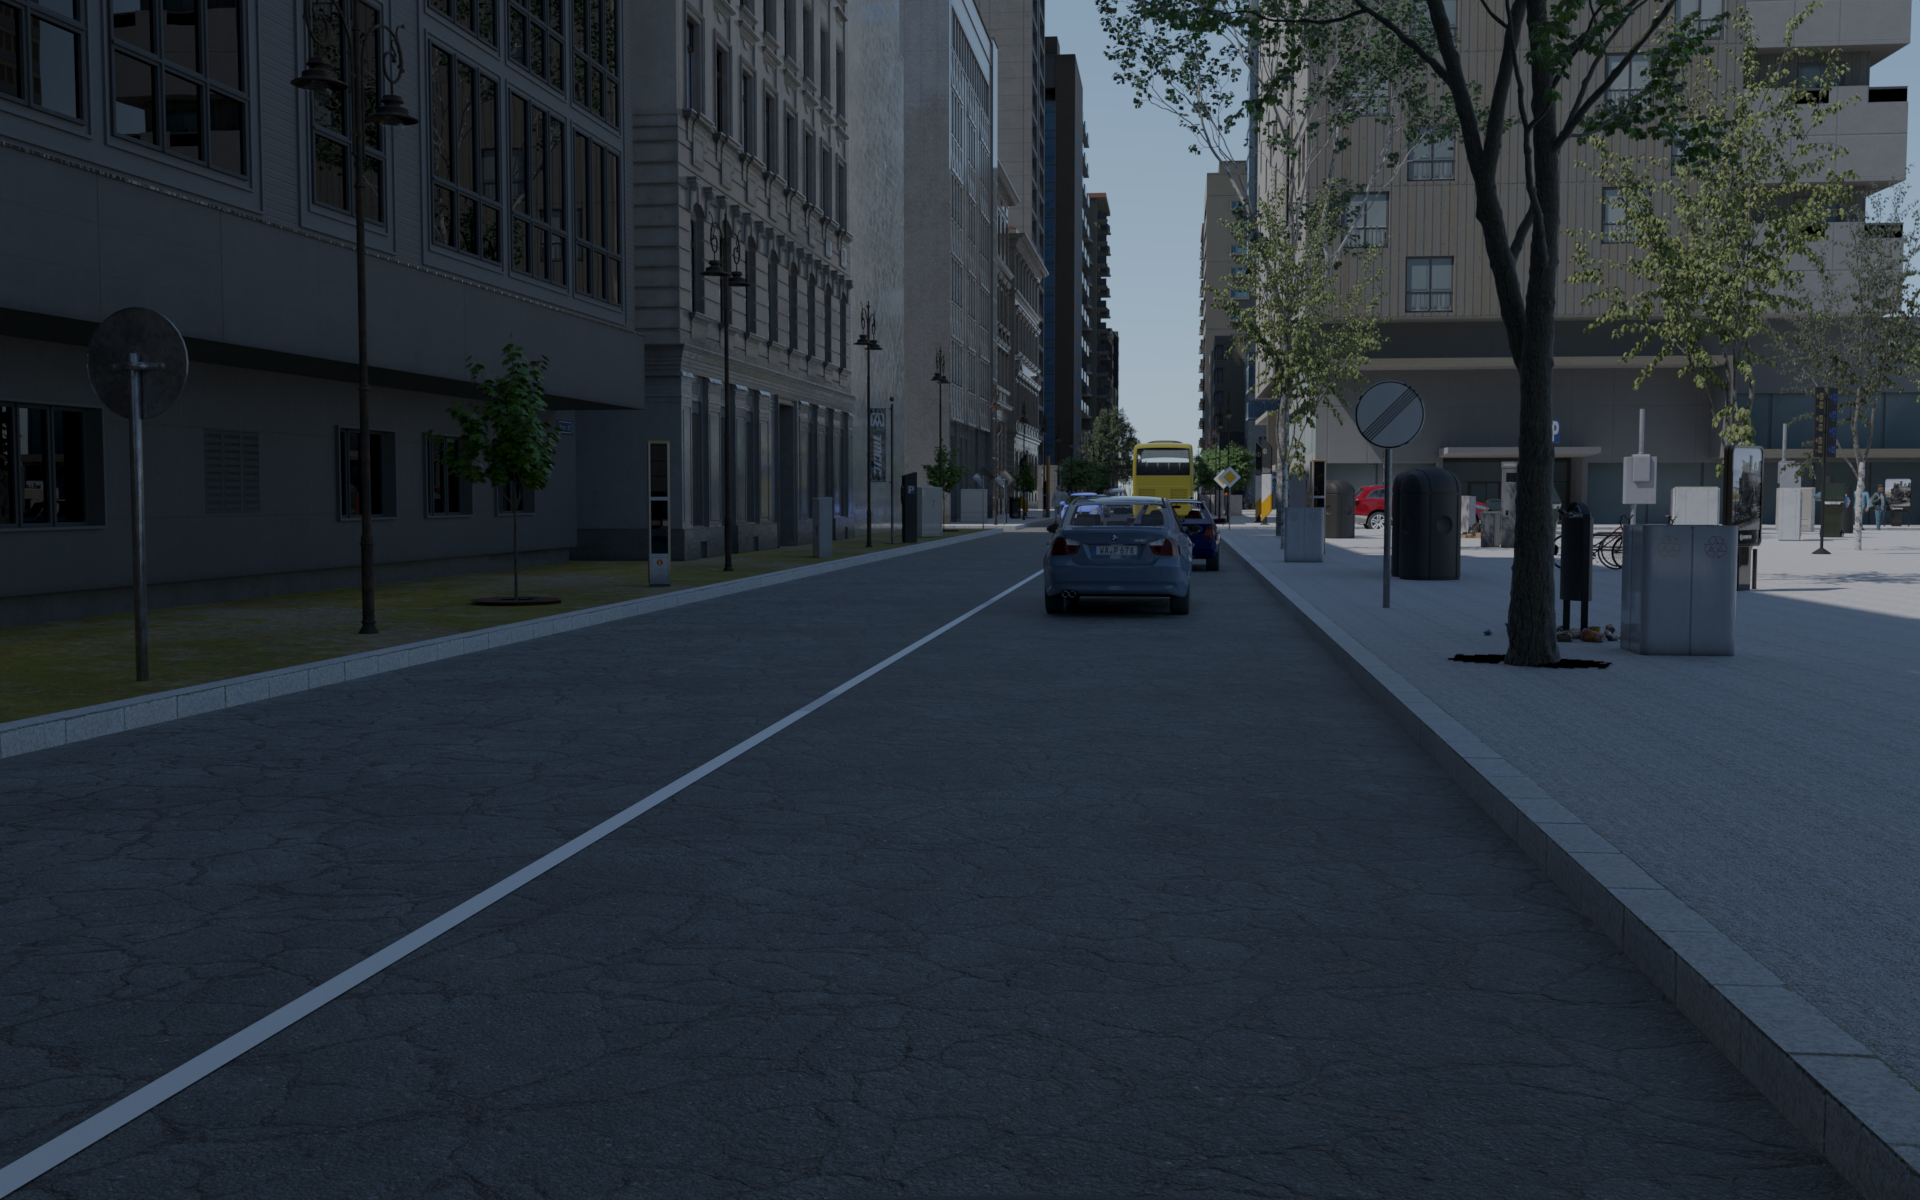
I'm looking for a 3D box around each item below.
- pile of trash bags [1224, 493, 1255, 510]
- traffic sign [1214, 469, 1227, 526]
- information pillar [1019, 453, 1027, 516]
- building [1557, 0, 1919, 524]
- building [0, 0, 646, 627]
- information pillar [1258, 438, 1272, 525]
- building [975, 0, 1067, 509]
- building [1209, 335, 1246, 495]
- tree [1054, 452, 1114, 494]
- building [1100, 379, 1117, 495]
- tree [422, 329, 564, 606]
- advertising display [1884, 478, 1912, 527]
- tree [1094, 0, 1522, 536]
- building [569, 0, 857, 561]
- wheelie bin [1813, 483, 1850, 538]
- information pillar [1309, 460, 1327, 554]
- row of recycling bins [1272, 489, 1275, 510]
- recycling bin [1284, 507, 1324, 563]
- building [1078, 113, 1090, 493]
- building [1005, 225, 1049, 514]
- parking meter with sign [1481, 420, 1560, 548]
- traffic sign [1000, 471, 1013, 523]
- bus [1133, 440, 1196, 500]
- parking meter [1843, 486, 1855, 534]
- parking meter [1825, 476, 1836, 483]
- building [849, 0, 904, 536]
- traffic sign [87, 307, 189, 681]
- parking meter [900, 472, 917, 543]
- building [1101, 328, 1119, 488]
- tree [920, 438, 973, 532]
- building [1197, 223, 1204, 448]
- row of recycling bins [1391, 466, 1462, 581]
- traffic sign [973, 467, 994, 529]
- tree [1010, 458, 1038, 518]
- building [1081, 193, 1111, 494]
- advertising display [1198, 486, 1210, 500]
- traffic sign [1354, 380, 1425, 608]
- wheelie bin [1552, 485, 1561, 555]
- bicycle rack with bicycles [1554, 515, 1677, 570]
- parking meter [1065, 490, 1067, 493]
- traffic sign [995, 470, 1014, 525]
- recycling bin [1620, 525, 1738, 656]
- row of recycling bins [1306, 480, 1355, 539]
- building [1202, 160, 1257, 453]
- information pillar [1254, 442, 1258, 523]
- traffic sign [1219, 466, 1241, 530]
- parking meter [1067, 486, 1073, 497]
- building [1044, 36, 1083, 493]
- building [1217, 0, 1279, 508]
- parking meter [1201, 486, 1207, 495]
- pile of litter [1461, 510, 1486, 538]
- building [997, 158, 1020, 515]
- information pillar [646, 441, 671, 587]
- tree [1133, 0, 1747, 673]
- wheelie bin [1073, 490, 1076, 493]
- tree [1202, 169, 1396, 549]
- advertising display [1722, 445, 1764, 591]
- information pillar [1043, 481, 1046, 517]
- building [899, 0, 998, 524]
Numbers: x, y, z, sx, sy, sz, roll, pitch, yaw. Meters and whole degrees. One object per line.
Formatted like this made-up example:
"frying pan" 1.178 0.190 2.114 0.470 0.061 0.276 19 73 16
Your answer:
"pile of trash bags" 22.586 -8.039 141.191 1.912 1.369 3.447 -2 4 -26
"traffic sign" 10.653 -4.064 70.087 0.795 2.450 0.064 0 4 7
"information pillar" 3.662 -6.649 100.073 0.504 3.616 0.183 2 4 32
"building" 28.947 -30.219 83.320 27.495 52.752 28.713 0 4 7
"building" -14.037 -13.876 20.388 14.314 27.812 24.014 0 4 7
"information pillar" 12.734 -4.927 71.911 0.183 3.616 0.504 -3 5 -41
"building" -0.673 -43.924 156.407 20.563 71.187 20.611 0 4 7
"building" 43.251 -21.816 201.736 27.650 21.520 28.899 0 4 7
"tree" 8.896 -9.153 133.369 4.285 4.588 4.351 0 3 0
"building" 10.700 -26.382 276.388 27.650 21.520 28.899 0 4 7
"tree" -5.163 -1.575 20.347 1.663 3.219 1.824 0 3 0
"advertising display" 37.045 -3.868 68.458 0.974 1.923 0.123 2 4 24
"tree" 11.232 -11.982 51.788 12.611 20.169 13.585 0 3 0
"building" -8.811 -11.784 41.814 9.793 20.994 18.267 0 4 7
"wheelie bin" 25.790 -2.651 51.256 0.980 1.594 0.693 2 4 27
"information pillar" 7.688 -2.004 37.258 0.304 2.012 0.304 0 4 -1
"row of recycling bins" 25.477 -8.292 142.682 1.069 1.692 3.534 1 4 12
"recycling bin" 6.524 -1.241 32.839 0.722 1.027 0.722 1 4 11
"building" 3.195 -35.355 197.661 23.786 49.044 30.456 0 4 7
"building" -0.235 -17.560 123.254 11.583 22.565 21.152 0 4 7
"parking meter with sign" 13.268 -2.746 41.152 1.738 3.016 0.543 3 5 42
"traffic sign" 2.038 -4.512 75.901 0.606 2.300 0.079 1 4 9
"bus" 9.258 -5.316 78.471 2.896 3.916 12.252 0 4 7
"parking meter" 28.838 -2.927 56.272 0.372 1.533 0.369 0 3 0
"parking meter" 28.540 -3.130 56.883 0.399 1.863 0.255 -3 5 -41
"building" -10.963 -12.373 57.044 16.860 20.320 10.420 0 4 7
"traffic sign" -5.617 -0.717 11.823 0.768 2.556 0.104 1 4 11
"parking meter" -1.345 -2.443 45.651 0.399 1.863 0.255 -1 4 -22
"building" 19.928 -32.104 296.607 14.160 30.474 14.107 0 4 7
"tree" -0.639 -3.973 59.555 1.663 3.219 1.824 0 3 0
"building" 48.604 -37.732 271.549 22.147 44.769 28.867 0 4 7
"row of recycling bins" 7.308 -1.236 27.322 1.069 1.692 3.534 1 4 13
"traffic sign" 0.852 -3.647 63.266 0.795 2.450 0.064 0 4 7
"tree" 3.567 -5.949 91.869 1.663 3.219 1.824 0 3 0
"building" 10.026 -36.170 246.003 22.147 44.769 28.867 0 4 7
"advertising display" 18.961 -7.917 134.656 0.974 1.923 0.123 -1 4 -15
"traffic sign" 4.814 -1.185 19.473 0.768 2.556 0.104 1 4 10
"wheelie bin" 12.085 -1.736 36.284 0.980 1.594 0.693 -1 4 -22
"bicycle rack with bicycles" 11.722 -0.984 29.477 2.925 0.926 2.852 2 4 28
"parking meter" 7.597 -6.933 121.762 0.372 1.533 0.369 0 3 0
"traffic sign" 1.828 -4.131 71.191 0.795 2.450 0.064 0 4 7
"recycling bin" 5.822 -0.092 14.054 0.722 1.027 0.722 0 4 7
"row of recycling bins" 10.921 -2.705 51.344 1.069 1.692 3.534 0 4 1
"building" 45.501 -38.088 246.438 21.300 48.544 21.600 0 4 7
"information pillar" 13.501 -5.289 77.826 0.504 3.616 0.183 2 4 32
"traffic sign" 9.677 -3.579 62.162 0.795 2.450 0.064 0 4 7
"parking meter" 7.572 -6.930 119.021 0.399 1.863 0.255 1 4 12
"building" 5.043 -32.086 174.710 14.600 45.320 14.200 0 4 7
"building" 37.312 -52.458 170.362 22.319 86.520 31.000 0 4 7
"parking meter" 17.335 -7.168 122.913 0.255 1.863 0.399 -2 4 -35
"pile of litter" 15.370 -2.224 50.321 1.719 0.858 1.176 2 4 34
"building" -2.798 -16.758 102.879 11.050 23.489 19.941 0 4 7
"information pillar" -4.176 -1.194 24.010 0.304 2.012 0.304 -1 4 -13
"tree" 4.134 -5.318 12.707 9.928 11.665 9.643 0 3 0
"wheelie bin" 8.206 -7.317 127.537 0.693 1.594 0.980 3 4 37
"tree" 7.798 -5.491 40.137 4.737 8.622 4.395 0 3 0
"advertising display" 10.378 -1.086 22.971 0.974 1.923 0.123 -3 5 -43
"information pillar" 4.732 -5.549 95.217 0.304 2.012 0.304 1 4 22
"building" -5.194 -16.212 83.083 12.078 24.808 19.932 0 4 7
